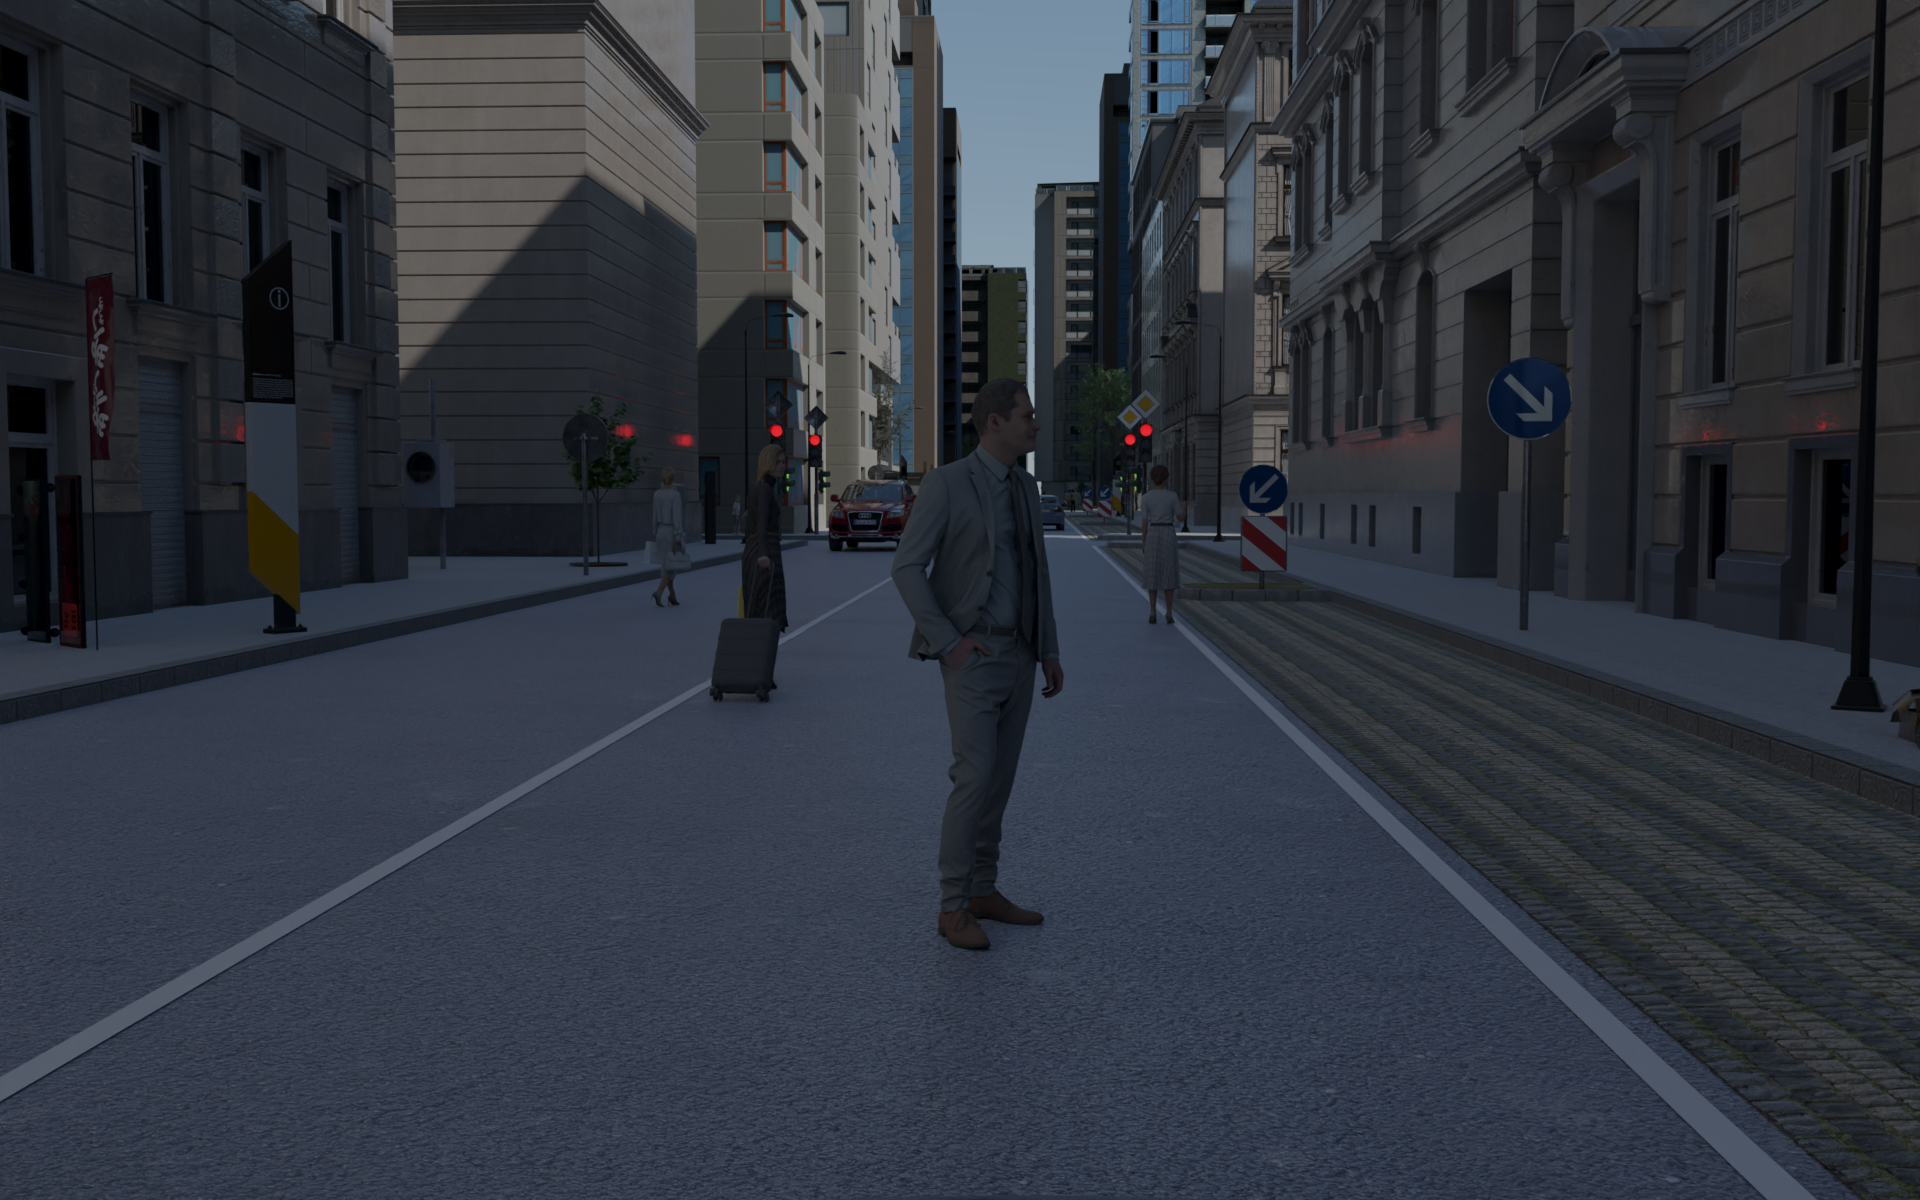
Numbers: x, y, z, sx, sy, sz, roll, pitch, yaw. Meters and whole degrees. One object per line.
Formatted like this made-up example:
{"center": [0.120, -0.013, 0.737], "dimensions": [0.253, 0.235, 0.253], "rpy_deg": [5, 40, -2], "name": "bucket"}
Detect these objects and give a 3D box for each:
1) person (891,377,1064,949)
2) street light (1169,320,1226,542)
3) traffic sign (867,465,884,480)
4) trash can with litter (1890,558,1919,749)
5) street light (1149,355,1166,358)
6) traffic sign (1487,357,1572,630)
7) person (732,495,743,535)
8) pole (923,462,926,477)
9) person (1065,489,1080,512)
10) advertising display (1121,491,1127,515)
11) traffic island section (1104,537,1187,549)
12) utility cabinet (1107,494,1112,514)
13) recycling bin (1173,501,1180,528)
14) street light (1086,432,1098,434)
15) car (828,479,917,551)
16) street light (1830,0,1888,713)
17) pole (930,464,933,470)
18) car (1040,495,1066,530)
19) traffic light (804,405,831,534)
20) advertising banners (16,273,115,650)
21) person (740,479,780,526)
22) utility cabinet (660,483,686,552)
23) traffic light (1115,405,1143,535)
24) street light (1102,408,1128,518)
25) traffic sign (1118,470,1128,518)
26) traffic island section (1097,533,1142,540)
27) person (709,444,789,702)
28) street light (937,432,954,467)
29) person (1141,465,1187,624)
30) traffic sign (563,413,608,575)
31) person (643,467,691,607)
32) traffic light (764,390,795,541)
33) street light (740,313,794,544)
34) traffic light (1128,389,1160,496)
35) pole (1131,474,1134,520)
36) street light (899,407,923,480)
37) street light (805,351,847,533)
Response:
{"center": [0.085, 0.176, 5.718], "dimensions": [0.391, 1.810, 0.635], "rpy_deg": [2, 4, 33], "name": "person"}
{"center": [6.418, -4.518, 46.407], "dimensions": [1.470, 5.913, 1.316], "rpy_deg": [0, 4, 3], "name": "street light"}
{"center": [-3.709, -4.655, 76.216], "dimensions": [0.768, 2.556, 0.104], "rpy_deg": [1, 4, 11], "name": "traffic sign"}
{"center": [4.966, 0.165, 8.686], "dimensions": [0.624, 1.170, 1.055], "rpy_deg": [1, 4, 9], "name": "trash can with litter"}
{"center": [6.997, -5.214, 57.784], "dimensions": [1.470, 5.913, 1.316], "rpy_deg": [0, 4, 3], "name": "street light"}
{"center": [5.320, -0.988, 16.263], "dimensions": [0.768, 2.556, 0.104], "rpy_deg": [1, 4, 8], "name": "traffic sign"}
{"center": [-6.996, -2.673, 54.422], "dimensions": [0.332, 1.250, 0.352], "rpy_deg": [-3, 5, -39], "name": "person"}
{"center": [-2.208, -7.039, 108.925], "dimensions": [0.158, 3.312, 0.155], "rpy_deg": [0, 3, 0], "name": "pole"}
{"center": [8.970, -7.902, 137.702], "dimensions": [1.348, 1.823, 0.705], "rpy_deg": [-2, 4, -24], "name": "person"}
{"center": [10.101, -6.128, 105.405], "dimensions": [0.974, 1.923, 0.123], "rpy_deg": [0, 4, 6], "name": "advertising display"}
{"center": [4.992, -1.487, 46.598], "dimensions": [2.009, 0.180, 2.903], "rpy_deg": [0, 4, 3], "name": "traffic island section"}
{"center": [9.431, -6.234, 110.611], "dimensions": [0.318, 1.500, 1.173], "rpy_deg": [-1, 4, -9], "name": "utility cabinet"}
{"center": [8.057, -3.303, 66.560], "dimensions": [0.722, 1.027, 0.722], "rpy_deg": [1, 4, 16], "name": "recycling bin"}
{"center": [10.116, -9.598, 129.469], "dimensions": [1.470, 5.913, 1.316], "rpy_deg": [0, 4, 3], "name": "street light"}
{"center": [-2.158, -2.235, 45.223], "dimensions": [2.281, 1.827, 5.304], "rpy_deg": [0, 4, 4], "name": "car"}
{"center": [4.831, -2.303, 10.199], "dimensions": [1.470, 5.913, 1.316], "rpy_deg": [0, 4, 3], "name": "street light"}
{"center": [-1.958, -7.674, 119.312], "dimensions": [0.158, 3.312, 0.155], "rpy_deg": [0, 3, 0], "name": "pole"}
{"center": [3.277, -3.514, 69.449], "dimensions": [2.014, 1.417, 4.499], "rpy_deg": [0, 4, 1], "name": "car"}
{"center": [-4.540, -4.035, 54.889], "dimensions": [0.839, 4.253, 0.868], "rpy_deg": [0, 4, 3], "name": "traffic light"}
{"center": [-7.459, -1.117, 14.456], "dimensions": [2.074, 3.025, 0.090], "rpy_deg": [3, 5, 42], "name": "advertising banners"}
{"center": [-4.022, -1.623, 35.305], "dimensions": [0.678, 1.792, 0.850], "rpy_deg": [-3, 5, -44], "name": "person"}
{"center": [-5.751, -1.598, 34.813], "dimensions": [0.318, 1.500, 1.173], "rpy_deg": [0, 4, 0], "name": "utility cabinet"}
{"center": [5.312, -4.009, 54.463], "dimensions": [0.839, 4.253, 0.868], "rpy_deg": [0, 4, 3], "name": "traffic light"}
{"center": [8.538, -7.406, 93.627], "dimensions": [1.470, 5.913, 1.316], "rpy_deg": [0, 4, 3], "name": "street light"}
{"center": [8.683, -5.553, 90.901], "dimensions": [0.768, 2.556, 0.104], "rpy_deg": [1, 4, 9], "name": "traffic sign"}
{"center": [5.351, -1.975, 54.575], "dimensions": [2.009, 0.180, 2.903], "rpy_deg": [0, 4, 3], "name": "traffic island section"}
{"center": [-1.511, -0.237, 12.588], "dimensions": [0.699, 1.804, 1.509], "rpy_deg": [1, 4, 12], "name": "person"}
{"center": [-1.122, -9.547, 128.640], "dimensions": [1.470, 5.913, 1.316], "rpy_deg": [0, 4, 3], "name": "street light"}
{"center": [2.258, -0.619, 19.184], "dimensions": [0.480, 1.755, 0.524], "rpy_deg": [1, 4, 14], "name": "person"}
{"center": [-5.904, -1.662, 27.273], "dimensions": [0.768, 2.556, 0.104], "rpy_deg": [1, 4, 12], "name": "traffic sign"}
{"center": [-3.759, -0.807, 22.053], "dimensions": [0.624, 1.780, 0.694], "rpy_deg": [-3, 5, -43], "name": "person"}
{"center": [-4.900, -3.547, 46.912], "dimensions": [0.839, 4.253, 0.868], "rpy_deg": [0, 4, 3], "name": "traffic light"}
{"center": [-4.952, -4.402, 44.506], "dimensions": [1.470, 5.913, 1.316], "rpy_deg": [0, 4, 3], "name": "street light"}
{"center": [4.952, -3.521, 46.486], "dimensions": [0.839, 4.253, 0.868], "rpy_deg": [0, 4, 3], "name": "traffic light"}
{"center": [8.416, -5.561, 84.766], "dimensions": [0.158, 3.312, 0.155], "rpy_deg": [0, 3, 0], "name": "pole"}
{"center": [-2.648, -7.321, 92.232], "dimensions": [1.470, 5.913, 1.316], "rpy_deg": [0, 4, 3], "name": "street light"}
{"center": [-4.374, -5.126, 56.343], "dimensions": [1.470, 5.913, 1.316], "rpy_deg": [0, 4, 3], "name": "street light"}
